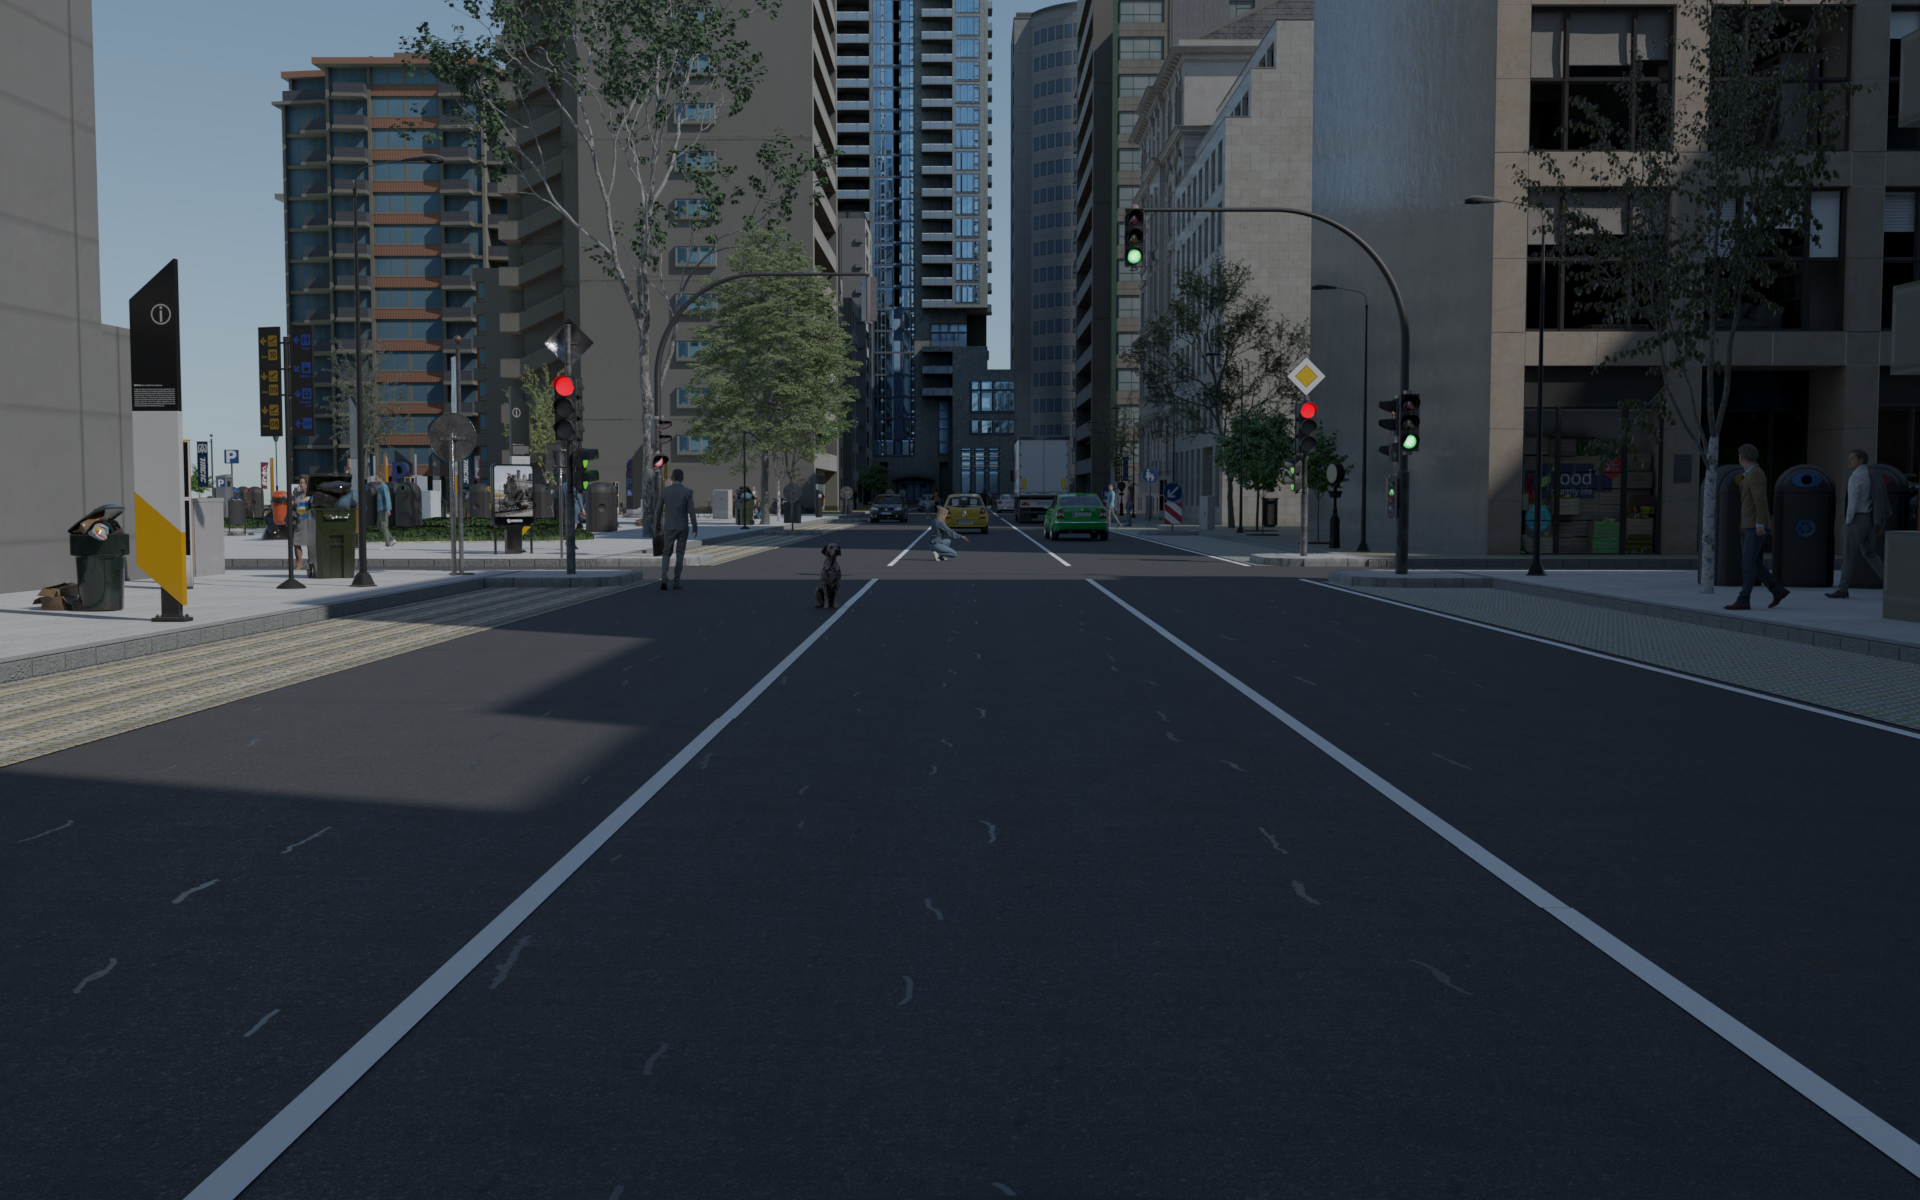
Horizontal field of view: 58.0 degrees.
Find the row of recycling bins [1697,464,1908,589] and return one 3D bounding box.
[{"bbox_3d":[12.085,-1.024,23.854,3.534,1.692,1.069,2,4,24],"label":"row of recycling bins"}]

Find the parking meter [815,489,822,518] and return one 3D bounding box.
[{"bbox_3d":[-7.721,-5.281,94.759,0.372,1.533,0.369,0,3,0],"label":"parking meter"}]

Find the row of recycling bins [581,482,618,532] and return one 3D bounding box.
[{"bbox_3d":[-12.333,-3.218,59.722,1.069,1.692,3.534,-1,4,-8],"label":"row of recycling bins"}]

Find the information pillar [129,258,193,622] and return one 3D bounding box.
[{"bbox_3d":[-8.007,-1.588,17.321,0.504,3.616,0.183,0,4,3],"label":"information pillar"}]

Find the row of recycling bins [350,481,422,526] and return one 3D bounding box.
[{"bbox_3d":[-19.098,-3.059,57.126,3.534,1.692,1.069,2,4,31],"label":"row of recycling bins"}]

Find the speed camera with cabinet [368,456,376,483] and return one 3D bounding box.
[{"bbox_3d":[-29.672,-5.853,90.028,2.038,3.252,0.660,0,4,-7],"label":"speed camera with cabinet"}]

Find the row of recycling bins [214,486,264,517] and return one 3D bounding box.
[{"bbox_3d":[-37.869,-5.118,90.795,1.069,1.692,3.534,1,4,15],"label":"row of recycling bins"}]

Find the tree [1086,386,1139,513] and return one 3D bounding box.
[{"bbox_3d":[10.514,-10.121,115.838,4.360,8.622,3.978,0,3,0],"label":"tree"}]

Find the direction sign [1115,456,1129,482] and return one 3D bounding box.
[{"bbox_3d":[9.728,-6.869,104.303,0.876,3.537,0.379,2,4,28],"label":"direction sign"}]

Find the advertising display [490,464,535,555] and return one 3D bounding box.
[{"bbox_3d":[-9.547,-1.943,36.984,0.974,1.923,0.123,-3,5,-43],"label":"advertising display"}]

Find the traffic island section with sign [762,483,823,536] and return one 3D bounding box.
[{"bbox_3d":[-5.810,-3.166,60.386,1.989,1.847,2.006,0,4,0],"label":"traffic island section with sign"}]

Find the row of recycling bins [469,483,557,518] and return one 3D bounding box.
[{"bbox_3d":[-17.702,-3.723,67.987,1.069,1.692,3.534,3,5,40],"label":"row of recycling bins"}]

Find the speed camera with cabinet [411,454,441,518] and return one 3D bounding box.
[{"bbox_3d":[-26.275,-5.557,85.197,0.660,3.252,2.038,-3,5,-43],"label":"speed camera with cabinet"}]

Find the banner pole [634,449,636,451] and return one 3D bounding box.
[{"bbox_3d":[-17.866,-6.520,96.615,0.863,3.779,0.401,-1,4,-14],"label":"banner pole"}]

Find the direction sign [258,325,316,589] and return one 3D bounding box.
[{"bbox_3d":[-9.092,-1.924,23.448,0.876,3.537,0.379,1,4,18],"label":"direction sign"}]

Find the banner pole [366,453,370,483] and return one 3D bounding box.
[{"bbox_3d":[-32.246,-6.386,94.425,0.401,3.779,0.863,-1,4,-8],"label":"banner pole"}]

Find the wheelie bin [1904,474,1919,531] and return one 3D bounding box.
[{"bbox_3d":[14.717,-1.180,27.202,0.980,1.594,0.693,0,4,-5],"label":"wheelie bin"}]

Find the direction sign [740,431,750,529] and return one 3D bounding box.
[{"bbox_3d":[-7.841,-4.346,63.050,0.379,3.537,0.876,-1,4,-10],"label":"direction sign"}]

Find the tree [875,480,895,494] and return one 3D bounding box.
[{"bbox_3d":[-7.773,-11.629,184.735,1.663,3.219,1.824,0,3,0],"label":"tree"}]

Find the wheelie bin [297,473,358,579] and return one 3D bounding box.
[{"bbox_3d":[-9.561,-1.133,26.437,0.980,1.594,0.693,-2,4,-35],"label":"wheelie bin"}]

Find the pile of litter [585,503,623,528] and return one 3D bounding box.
[{"bbox_3d":[-13.778,-3.197,66.233,1.719,0.858,1.176,-1,4,-14],"label":"pile of litter"}]

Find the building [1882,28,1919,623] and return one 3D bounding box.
[{"bbox_3d":[23.306,-9.648,2.777,27.650,21.520,28.899,0,4,0],"label":"building"}]

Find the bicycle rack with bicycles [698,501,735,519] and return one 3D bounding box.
[{"bbox_3d":[-12.382,-4.768,91.332,2.852,0.926,2.925,2,4,24],"label":"bicycle rack with bicycles"}]

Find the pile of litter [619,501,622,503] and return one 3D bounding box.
[{"bbox_3d":[-21.337,-5.712,107.354,1.176,0.858,1.719,0,4,-3],"label":"pile of litter"}]

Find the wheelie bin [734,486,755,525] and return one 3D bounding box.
[{"bbox_3d":[-8.833,-3.863,71.071,0.693,1.594,0.980,-3,5,-43],"label":"wheelie bin"}]

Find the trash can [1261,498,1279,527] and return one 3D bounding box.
[{"bbox_3d":[12.002,-3.391,67.102,0.748,1.137,0.748,0,3,0],"label":"trash can"}]

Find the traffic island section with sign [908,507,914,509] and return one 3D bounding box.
[{"bbox_3d":[-5.414,-9.533,164.497,1.989,1.847,2.006,0,4,0],"label":"traffic island section with sign"}]

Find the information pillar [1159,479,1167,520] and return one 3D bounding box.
[{"bbox_3d":[10.165,-5.027,86.676,0.304,2.012,0.304,3,4,37],"label":"information pillar"}]

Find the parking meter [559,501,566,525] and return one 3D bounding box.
[{"bbox_3d":[-12.942,-2.955,56.727,0.372,1.533,0.369,0,3,0],"label":"parking meter"}]

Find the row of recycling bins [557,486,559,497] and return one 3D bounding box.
[{"bbox_3d":[-18.359,-4.653,83.191,1.069,1.692,3.534,1,4,15],"label":"row of recycling bins"}]

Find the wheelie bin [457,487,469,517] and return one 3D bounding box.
[{"bbox_3d":[-21.405,-4.054,74.197,0.693,1.594,0.980,0,4,5],"label":"wheelie bin"}]

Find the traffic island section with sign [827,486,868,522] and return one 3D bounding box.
[{"bbox_3d":[-5.700,-4.842,87.793,1.989,1.847,2.006,0,4,0],"label":"traffic island section with sign"}]

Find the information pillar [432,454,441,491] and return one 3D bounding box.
[{"bbox_3d":[-30.910,-6.786,102.303,0.504,3.616,0.183,1,4,13],"label":"information pillar"}]

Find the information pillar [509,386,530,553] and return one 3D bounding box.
[{"bbox_3d":[-9.658,-2.851,37.961,0.183,3.616,0.504,3,5,40],"label":"information pillar"}]

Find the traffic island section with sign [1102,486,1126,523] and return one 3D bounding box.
[{"bbox_3d":[7.316,-4.811,87.281,1.989,1.847,2.006,0,4,0],"label":"traffic island section with sign"}]

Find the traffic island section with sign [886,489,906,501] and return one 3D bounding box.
[{"bbox_3d":[-5.508,-7.885,137.542,1.989,1.847,2.006,0,4,0],"label":"traffic island section with sign"}]

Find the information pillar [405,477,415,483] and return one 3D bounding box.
[{"bbox_3d":[-23.622,-4.275,74.393,0.304,2.012,0.304,1,4,17],"label":"information pillar"}]

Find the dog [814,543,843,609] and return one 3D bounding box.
[{"bbox_3d":[-1.574,-0.311,21.914,0.513,0.831,0.800,2,4,25],"label":"dog"}]

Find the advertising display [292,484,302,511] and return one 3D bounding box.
[{"bbox_3d":[-40.848,-6.202,106.609,0.974,1.923,0.123,-3,5,-44],"label":"advertising display"}]

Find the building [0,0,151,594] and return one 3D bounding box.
[{"bbox_3d":[-22.625,-35.270,14.910,20.611,71.187,20.563,0,4,0],"label":"building"}]

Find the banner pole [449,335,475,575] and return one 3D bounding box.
[{"bbox_3d":[-8.031,-2.302,27.661,0.401,3.779,0.863,-2,4,-26],"label":"banner pole"}]

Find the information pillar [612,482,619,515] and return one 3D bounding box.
[{"bbox_3d":[-20.790,-6.115,104.477,0.304,2.012,0.304,2,4,27],"label":"information pillar"}]

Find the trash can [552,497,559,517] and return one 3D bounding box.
[{"bbox_3d":[-17.077,-3.822,74.149,0.748,1.137,0.748,0,3,0],"label":"trash can"}]

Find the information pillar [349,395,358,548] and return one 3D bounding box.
[{"bbox_3d":[-14.298,-3.039,41.036,0.504,3.616,0.183,3,5,45],"label":"information pillar"}]

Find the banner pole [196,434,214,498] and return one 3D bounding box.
[{"bbox_3d":[-31.405,-5.028,72.232,0.863,3.779,0.401,0,4,2],"label":"banner pole"}]

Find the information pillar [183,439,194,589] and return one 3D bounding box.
[{"bbox_3d":[-10.540,-1.151,23.307,0.304,2.012,0.304,-3,5,-42],"label":"information pillar"}]

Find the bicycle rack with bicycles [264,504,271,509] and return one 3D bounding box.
[{"bbox_3d":[-44.893,-5.915,110.095,2.852,0.926,2.925,-3,4,-36],"label":"bicycle rack with bicycles"}]

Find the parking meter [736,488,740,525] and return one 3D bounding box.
[{"bbox_3d":[-9.247,-3.948,72.956,0.372,1.533,0.369,0,3,0],"label":"parking meter"}]

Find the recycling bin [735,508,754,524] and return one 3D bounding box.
[{"bbox_3d":[-9.337,-3.821,75.025,0.722,1.027,0.722,0,4,-1],"label":"recycling bin"}]

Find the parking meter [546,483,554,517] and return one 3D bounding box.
[{"bbox_3d":[-21.601,-5.240,91.381,0.255,1.863,0.399,2,4,32],"label":"parking meter"}]

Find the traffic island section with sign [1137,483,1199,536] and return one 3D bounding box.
[{"bbox_3d":[7.217,-3.162,60.326,1.989,1.847,2.006,0,4,0],"label":"traffic island section with sign"}]
